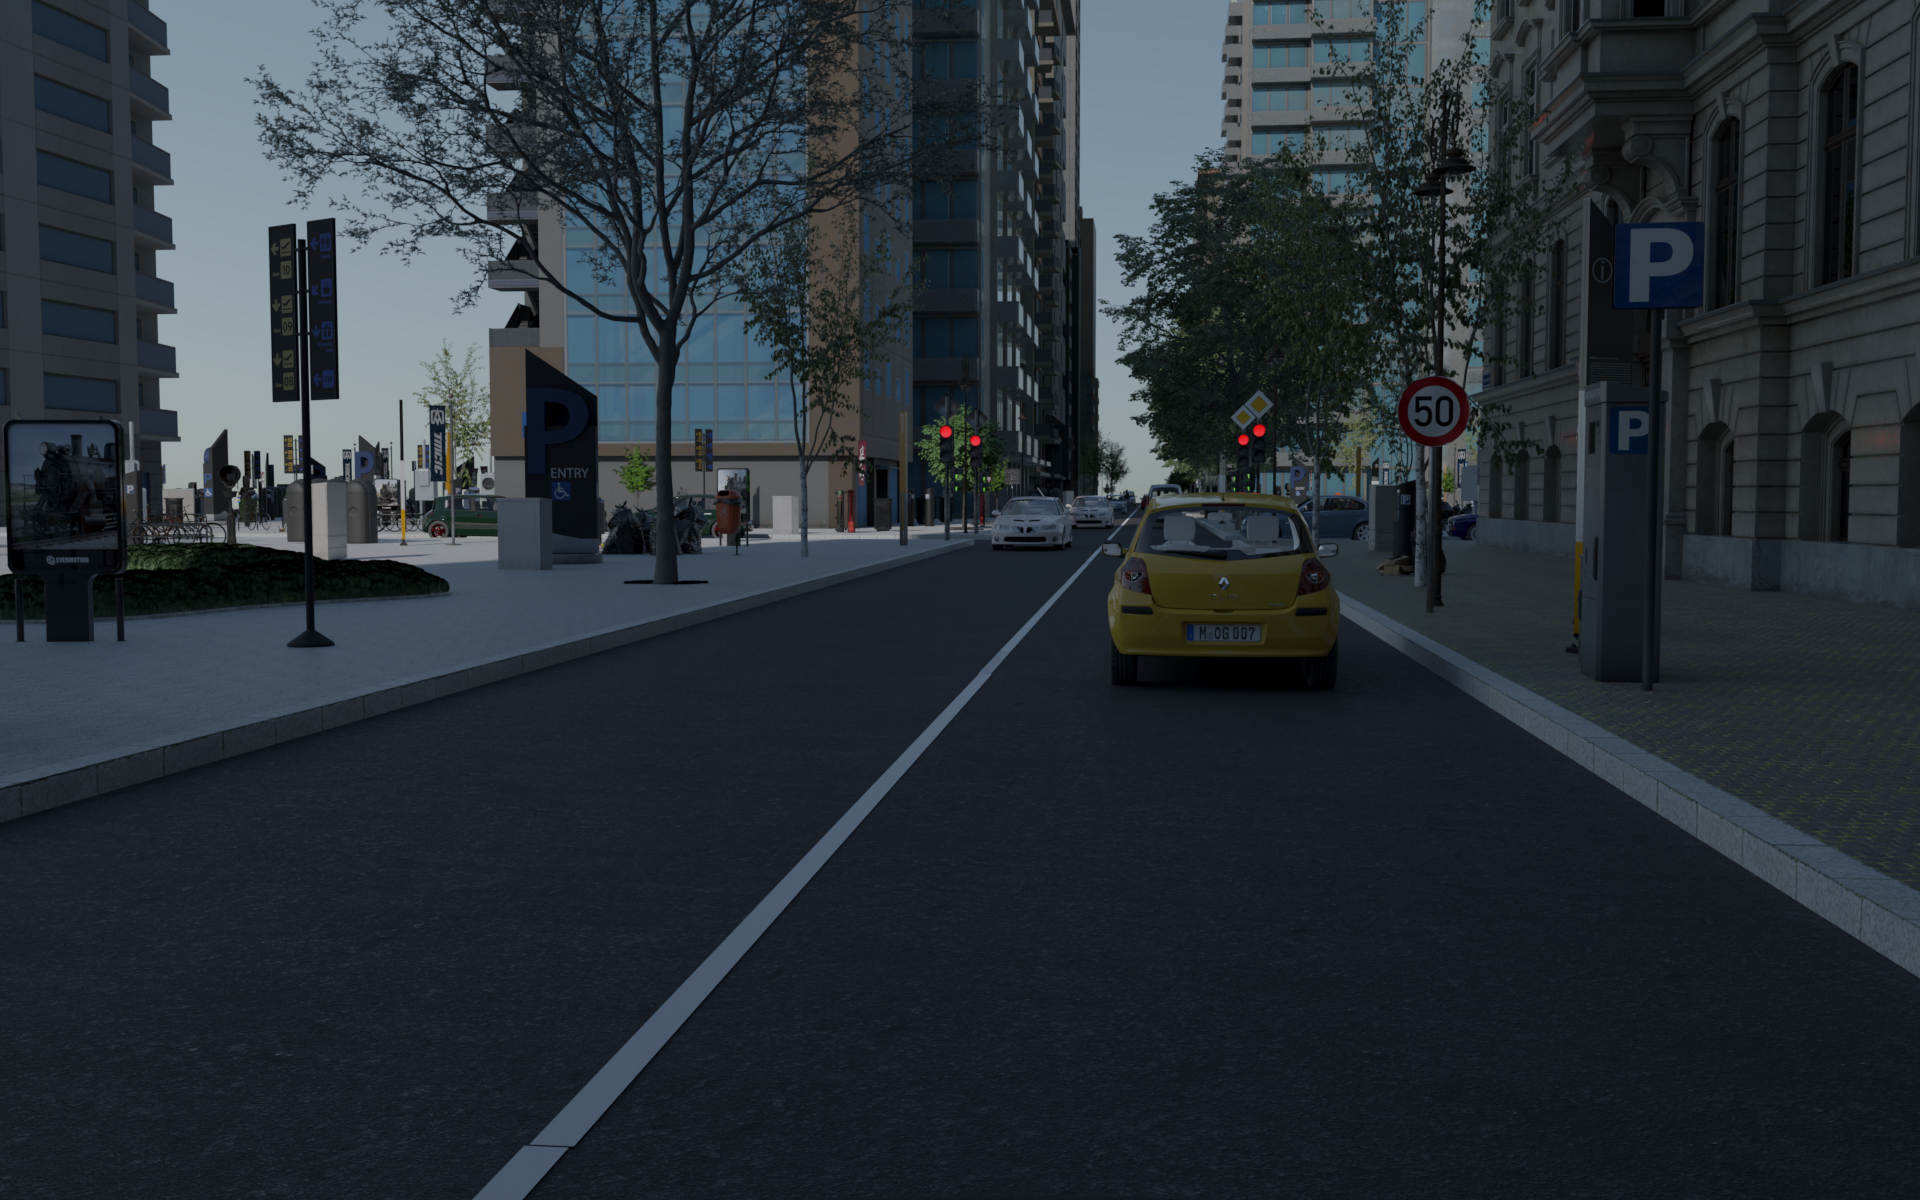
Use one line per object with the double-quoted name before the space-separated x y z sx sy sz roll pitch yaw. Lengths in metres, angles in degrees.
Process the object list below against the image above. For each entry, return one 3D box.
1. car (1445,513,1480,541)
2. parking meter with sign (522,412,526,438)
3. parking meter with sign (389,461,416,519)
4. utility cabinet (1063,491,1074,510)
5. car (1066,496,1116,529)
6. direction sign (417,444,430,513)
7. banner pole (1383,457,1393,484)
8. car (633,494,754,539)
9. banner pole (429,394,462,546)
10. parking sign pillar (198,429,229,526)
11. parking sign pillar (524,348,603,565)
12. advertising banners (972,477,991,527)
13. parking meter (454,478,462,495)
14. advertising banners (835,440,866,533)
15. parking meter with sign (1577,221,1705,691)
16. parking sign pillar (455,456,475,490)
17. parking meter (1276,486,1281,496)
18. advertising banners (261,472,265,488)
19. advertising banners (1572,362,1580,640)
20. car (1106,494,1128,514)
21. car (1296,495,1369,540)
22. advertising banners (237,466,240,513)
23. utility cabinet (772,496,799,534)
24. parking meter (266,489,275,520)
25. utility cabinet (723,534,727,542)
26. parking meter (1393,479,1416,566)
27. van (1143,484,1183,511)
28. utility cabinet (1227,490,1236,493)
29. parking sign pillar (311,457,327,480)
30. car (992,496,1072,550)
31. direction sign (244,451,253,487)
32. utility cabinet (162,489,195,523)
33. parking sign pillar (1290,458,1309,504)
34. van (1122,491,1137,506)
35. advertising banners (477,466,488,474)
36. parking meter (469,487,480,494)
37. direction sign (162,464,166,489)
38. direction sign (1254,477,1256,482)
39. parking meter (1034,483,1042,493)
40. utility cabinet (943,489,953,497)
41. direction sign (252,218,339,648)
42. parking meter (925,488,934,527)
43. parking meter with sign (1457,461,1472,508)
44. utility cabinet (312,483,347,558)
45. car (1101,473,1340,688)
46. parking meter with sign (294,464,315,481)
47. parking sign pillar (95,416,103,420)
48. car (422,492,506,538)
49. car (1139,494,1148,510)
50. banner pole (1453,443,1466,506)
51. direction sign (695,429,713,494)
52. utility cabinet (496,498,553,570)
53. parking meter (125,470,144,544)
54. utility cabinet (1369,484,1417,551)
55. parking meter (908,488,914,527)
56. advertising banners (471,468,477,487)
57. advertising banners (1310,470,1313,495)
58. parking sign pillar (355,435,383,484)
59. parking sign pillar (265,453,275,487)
"car" 15.964 -2.267 49.640 3.894 1.354 1.945 1 4 8
"parking meter with sign" -8.847 -2.437 36.098 0.543 3.016 1.738 -1 4 -13
"parking meter with sign" -29.443 -5.785 90.849 1.738 3.016 0.543 0 4 -2
"utility cabinet" 7.621 -6.935 122.062 0.318 1.500 1.173 2 4 30
"car" 5.521 -3.705 72.931 2.083 1.381 4.827 0 4 7
"direction sign" -24.552 -5.342 79.331 0.876 3.537 0.379 3 4 38
"banner pole" 28.509 -7.665 115.336 0.863 3.779 0.401 -1 4 -10
"car" -8.483 -2.677 53.550 4.222 1.686 2.009 0 4 8
"banner pole" -12.833 -3.245 43.079 0.401 3.779 0.863 3 5 40
"parking sign pillar" -30.554 -5.056 71.134 1.447 3.967 1.447 0 4 5
"parking sign pillar" -7.372 -2.666 32.060 1.447 3.967 1.447 0 4 -5
"advertising banners" 0.877 -4.401 68.145 0.090 3.025 2.074 -1 4 -20
"parking meter" -17.992 -3.432 61.830 0.399 1.863 0.255 -3 5 -42
"advertising banners" -3.593 -3.722 57.048 0.090 3.025 2.074 -2 4 -32
"parking meter with sign" 4.635 -0.965 12.033 0.543 3.016 1.738 1 4 10
"parking sign pillar" -34.605 -8.117 121.184 1.447 3.967 1.447 -1 4 -8
"parking meter" 21.403 -6.781 116.579 0.399 1.863 0.255 -1 4 -13
"advertising banners" -53.720 -8.454 134.415 2.074 3.025 0.090 3 5 42
"advertising banners" 5.596 -1.189 15.623 0.090 3.025 2.074 1 4 20
"car" 11.196 -6.943 125.526 2.014 1.417 4.499 0 4 8
"car" 10.514 -2.369 50.741 4.499 1.417 2.014 0 4 7
"advertising banners" -45.038 -6.855 108.264 0.090 3.025 2.074 -1 4 -15
"utility cabinet" -5.595 -2.720 55.637 0.306 1.237 1.020 -3 5 -43
"parking meter" -33.836 -4.683 84.975 0.372 1.533 0.369 0 3 0
"utility cabinet" -6.289 -2.184 46.867 0.306 1.237 1.020 0 4 -8
"parking meter" 7.685 -1.317 29.952 0.372 1.533 0.369 0 3 0
"van" 8.782 -4.091 73.907 2.013 2.044 4.112 1 4 8
"utility cabinet" 14.268 -4.898 88.762 1.173 1.500 0.318 2 4 34
"parking sign pillar" -42.878 -7.767 115.456 1.447 3.967 1.447 -3 5 -39
"car" 1.940 -2.039 45.698 2.083 1.381 4.827 0 4 8
"direction sign" -36.955 -6.026 90.520 0.379 3.537 0.876 3 5 43
"utility cabinet" -32.281 -3.847 71.578 1.173 1.500 0.318 -1 4 -15
"parking sign pillar" 23.717 -8.107 121.018 1.447 3.967 1.447 3 5 39
"van" 19.903 -12.079 204.510 2.013 2.044 4.112 0 4 4
"advertising banners" -28.832 -6.815 107.617 2.074 3.025 0.090 1 4 9
"parking meter" -17.062 -3.209 60.877 0.372 1.533 0.369 0 3 0
"direction sign" -60.628 -8.548 131.760 0.876 3.537 0.379 3 4 38
"direction sign" 19.858 -7.740 118.552 0.876 3.537 0.379 3 5 41
"parking meter" 4.162 -5.336 92.951 0.399 1.863 0.255 2 4 28
"utility cabinet" -0.559 -4.357 79.919 0.318 1.500 1.173 0 4 8
"direction sign" -5.484 -1.378 14.526 0.876 3.537 0.379 2 4 34
"parking meter" -1.206 -3.672 68.450 0.372 1.533 0.369 0 3 0
"parking meter with sign" 26.975 -5.885 92.486 0.543 3.016 1.738 2 4 27
"utility cabinet" -12.245 -1.525 33.605 0.318 1.500 1.173 0 4 -3
"car" 2.148 -0.251 14.320 2.015 1.641 3.980 0 4 8
"parking meter with sign" -38.314 -6.407 101.015 1.738 3.016 0.543 3 4 36
"parking sign pillar" -30.183 -4.389 60.231 1.447 3.967 1.447 1 4 22
"car" -14.145 -2.607 52.415 4.222 1.686 2.009 0 4 5
"car" 17.635 -9.225 159.873 2.155 1.783 4.494 0 4 7
"banner pole" 24.376 -5.790 84.686 0.401 3.779 0.863 -3 4 -38
"direction sign" -8.905 -4.176 60.281 0.379 3.537 0.876 2 4 34
"utility cabinet" -7.414 -1.123 29.530 1.020 1.237 0.306 2 4 31
"parking meter" -20.371 -2.261 42.673 0.399 1.863 0.255 0 4 8
"utility cabinet" 9.802 -1.851 38.942 1.173 1.500 0.318 -1 4 -15
"parking meter" -1.994 -3.681 68.598 0.372 1.533 0.369 0 3 0
"advertising banners" -33.372 -7.346 116.294 2.074 3.025 0.090 -1 4 -12
"advertising banners" 25.295 -7.808 123.848 0.090 3.025 2.074 0 4 -3
"parking sign pillar" -26.968 -5.540 79.059 1.447 3.967 1.447 2 4 23
"parking sign pillar" -45.273 -7.652 113.575 1.447 3.967 1.447 -2 4 -26
